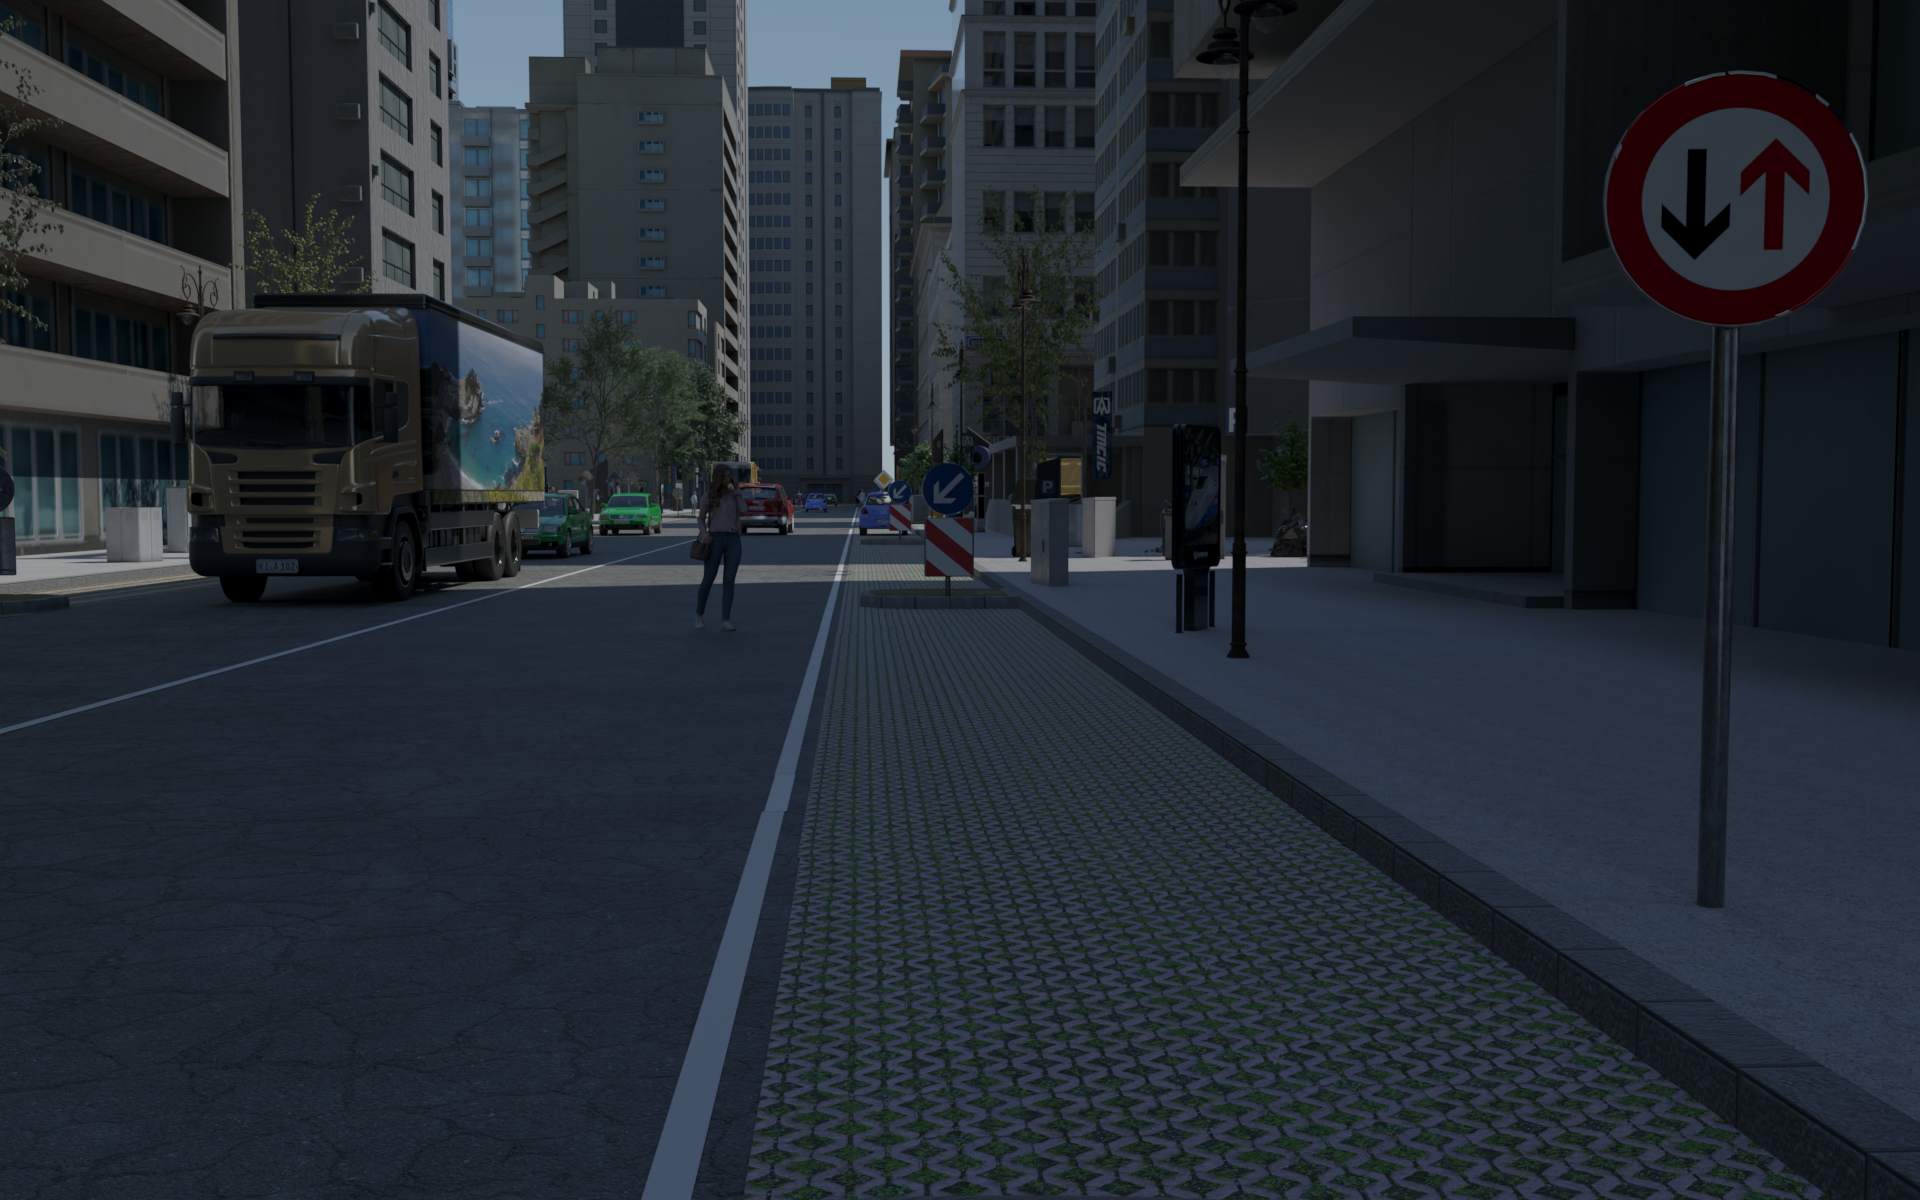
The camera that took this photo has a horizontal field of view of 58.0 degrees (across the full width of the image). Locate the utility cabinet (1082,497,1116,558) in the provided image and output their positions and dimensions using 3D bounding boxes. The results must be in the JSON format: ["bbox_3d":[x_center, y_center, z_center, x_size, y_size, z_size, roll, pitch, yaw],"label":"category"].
[{"bbox_3d":[2.818,-1.469,35.185,0.306,1.237,1.020,2,4,29],"label":"utility cabinet"}]

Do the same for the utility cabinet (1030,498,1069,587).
[{"bbox_3d":[1.256,-0.815,24.492,0.306,1.237,1.020,-1,4,-13],"label":"utility cabinet"}]

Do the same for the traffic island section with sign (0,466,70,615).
[{"bbox_3d":[-12.112,-0.764,21.121,1.989,1.847,2.006,0,4,-3],"label":"traffic island section with sign"}]

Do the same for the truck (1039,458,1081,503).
[{"bbox_3d":[7.417,-4.894,75.934,9.791,3.379,3.469,0,4,-2],"label":"truck"}]

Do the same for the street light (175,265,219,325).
[{"bbox_3d":[-15.340,-3.813,35.130,0.468,5.910,1.993,0,4,-3],"label":"street light"}]

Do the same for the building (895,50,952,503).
[{"bbox_3d":[4.820,-31.587,171.068,22.147,44.769,28.867,0,4,-3],"label":"building"}]

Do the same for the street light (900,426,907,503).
[{"bbox_3d":[-3.582,-8.732,115.555,0.468,5.910,1.993,0,4,-3],"label":"street light"}]

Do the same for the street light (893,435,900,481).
[{"bbox_3d":[-4.767,-9.902,134.680,0.468,5.910,1.993,0,4,-3],"label":"street light"}]

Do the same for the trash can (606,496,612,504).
[{"bbox_3d":[-25.763,-7.103,127.795,0.748,1.137,0.748,0,3,0],"label":"trash can"}]

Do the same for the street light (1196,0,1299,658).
[{"bbox_3d":[2.184,-2.485,13.418,0.468,5.910,1.993,0,4,-3],"label":"street light"}]

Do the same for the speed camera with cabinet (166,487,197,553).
[{"bbox_3d":[-16.708,-2.706,38.575,0.660,3.252,2.038,1,4,19],"label":"speed camera with cabinet"}]

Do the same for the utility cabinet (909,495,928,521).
[{"bbox_3d":[-1.945,-4.348,82.255,0.306,1.237,1.020,3,5,42],"label":"utility cabinet"}]

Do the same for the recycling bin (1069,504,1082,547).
[{"bbox_3d":[2.953,-1.826,42.415,0.722,1.027,0.722,-2,4,-28],"label":"recycling bin"}]

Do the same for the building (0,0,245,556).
[{"bbox_3d":[-29.110,-25.098,34.053,21.300,48.544,21.600,0,4,-3],"label":"building"}]

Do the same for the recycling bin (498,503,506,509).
[{"bbox_3d":[-18.361,-3.474,69.351,0.722,1.027,0.722,2,4,24],"label":"recycling bin"}]

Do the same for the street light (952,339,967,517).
[{"bbox_3d":[0.039,-4.834,51.817,0.468,5.910,1.993,0,4,-3],"label":"street light"}]

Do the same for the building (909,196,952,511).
[{"bbox_3d":[4.365,-18.755,139.931,16.112,22.955,30.059,0,4,-3],"label":"building"}]

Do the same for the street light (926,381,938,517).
[{"bbox_3d":[-1.137,-6.003,70.943,0.468,5.910,1.993,0,4,-3],"label":"street light"}]

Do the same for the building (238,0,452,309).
[{"bbox_3d":[-26.160,-17.735,61.667,14.107,30.474,14.160,0,4,-3],"label":"building"}]

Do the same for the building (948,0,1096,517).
[{"bbox_3d":[14.603,-18.862,85.882,29.804,29.767,11.434,0,4,-3],"label":"building"}]

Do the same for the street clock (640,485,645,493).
[{"bbox_3d":[-25.428,-8.193,138.518,0.471,2.002,0.358,1,4,16],"label":"street clock"}]

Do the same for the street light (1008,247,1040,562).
[{"bbox_3d":[1.190,-3.664,32.689,0.468,5.910,1.993,0,4,-3],"label":"street light"}]

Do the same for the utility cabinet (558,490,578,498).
[{"bbox_3d":[-24.115,-5.990,106.618,1.173,1.500,0.318,0,4,4],"label":"utility cabinet"}]

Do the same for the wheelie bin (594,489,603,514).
[{"bbox_3d":[-23.302,-6.311,111.093,0.693,1.594,0.980,-3,5,-41],"label":"wheelie bin"}]

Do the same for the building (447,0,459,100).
[{"bbox_3d":[-83.812,-56.938,243.605,31.000,86.520,22.319,0,4,-3],"label":"building"}]

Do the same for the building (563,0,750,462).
[{"bbox_3d":[-37.353,-47.635,217.080,20.611,71.187,20.563,0,4,-3],"label":"building"}]

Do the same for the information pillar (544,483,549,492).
[{"bbox_3d":[-27.303,-6.717,114.320,0.304,2.012,0.304,-1,4,-21],"label":"information pillar"}]

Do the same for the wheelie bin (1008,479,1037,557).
[{"bbox_3d":[1.433,-1.676,35.304,0.980,1.594,0.693,2,4,29],"label":"wheelie bin"}]

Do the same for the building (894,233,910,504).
[{"bbox_3d":[-0.400,-25.809,193.671,14.160,30.474,14.107,0,4,-3],"label":"building"}]

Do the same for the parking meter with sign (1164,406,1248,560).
[{"bbox_3d":[4.799,-2.303,33.907,1.738,3.016,0.543,-2,4,-34],"label":"parking meter with sign"}]

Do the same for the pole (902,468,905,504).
[{"bbox_3d":[-4.441,-8.687,135.874,0.158,3.312,0.155,0,3,0],"label":"pole"}]

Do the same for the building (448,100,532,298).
[{"bbox_3d":[-63.509,-36.340,213.764,30.456,49.044,23.786,0,4,-3],"label":"building"}]

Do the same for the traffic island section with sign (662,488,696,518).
[{"bbox_3d":[-16.819,-5.800,103.454,1.989,1.847,2.006,0,4,-3],"label":"traffic island section with sign"}]

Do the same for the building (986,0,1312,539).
[{"bbox_3d":[17.417,-22.281,56.177,32.217,40.220,23.993,0,4,-3],"label":"building"}]

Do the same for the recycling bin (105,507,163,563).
[{"bbox_3d":[-15.634,-1.238,32.794,0.722,1.027,0.722,1,4,12],"label":"recycling bin"}]

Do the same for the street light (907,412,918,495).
[{"bbox_3d":[-2.551,-7.562,96.420,0.468,5.910,1.993,0,4,-3],"label":"street light"}]

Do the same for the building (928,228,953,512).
[{"bbox_3d":[3.399,-16.009,116.502,10.420,20.320,16.860,0,4,-3],"label":"building"}]

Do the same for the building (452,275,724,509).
[{"bbox_3d":[-37.811,-19.715,167.379,27.650,21.520,28.899,0,4,-3],"label":"building"}]

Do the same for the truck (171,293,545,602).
[{"bbox_3d":[-8.710,-2.298,26.492,2.839,4.237,11.283,0,4,-2],"label":"truck"}]

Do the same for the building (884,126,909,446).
[{"bbox_3d":[2.828,-40.627,253.488,27.495,52.752,28.713,0,4,-3],"label":"building"}]

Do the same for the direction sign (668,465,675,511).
[{"bbox_3d":[-22.468,-8.743,134.944,0.876,3.537,0.379,3,5,40],"label":"direction sign"}]

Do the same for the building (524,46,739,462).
[{"bbox_3d":[-36.065,-34.768,192.154,21.300,48.544,21.600,0,4,-3],"label":"building"}]

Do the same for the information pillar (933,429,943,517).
[{"bbox_3d":[-0.777,-4.353,62.527,0.183,3.616,0.504,-3,5,-42],"label":"information pillar"}]

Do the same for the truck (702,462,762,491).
[{"bbox_3d":[-13.725,-6.735,106.035,3.469,3.379,9.791,0,4,-4],"label":"truck"}]

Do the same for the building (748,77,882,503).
[{"bbox_3d":[-25.291,-43.156,247.604,28.212,58.520,21.231,0,4,-3],"label":"building"}]

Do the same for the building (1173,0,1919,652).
[{"bbox_3d":[17.889,-26.190,17.448,28.713,52.752,27.495,0,4,-3],"label":"building"}]

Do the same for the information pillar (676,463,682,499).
[{"bbox_3d":[-21.425,-8.611,132.138,0.504,3.616,0.183,-2,4,-34],"label":"information pillar"}]

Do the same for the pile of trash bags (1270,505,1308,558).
[{"bbox_3d":[8.111,-1.600,35.918,3.447,1.369,1.912,-3,5,-41],"label":"pile of trash bags"}]

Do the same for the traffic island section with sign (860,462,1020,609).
[{"bbox_3d":[-0.294,-0.841,22.372,1.989,1.847,2.006,0,4,-3],"label":"traffic island section with sign"}]

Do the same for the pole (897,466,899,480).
[{"bbox_3d":[-4.444,-7.968,124.114,0.158,3.312,0.155,0,3,0],"label":"pole"}]

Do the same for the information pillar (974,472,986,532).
[{"bbox_3d":[0.661,-3.273,57.999,0.304,2.012,0.304,-1,4,-22],"label":"information pillar"}]
